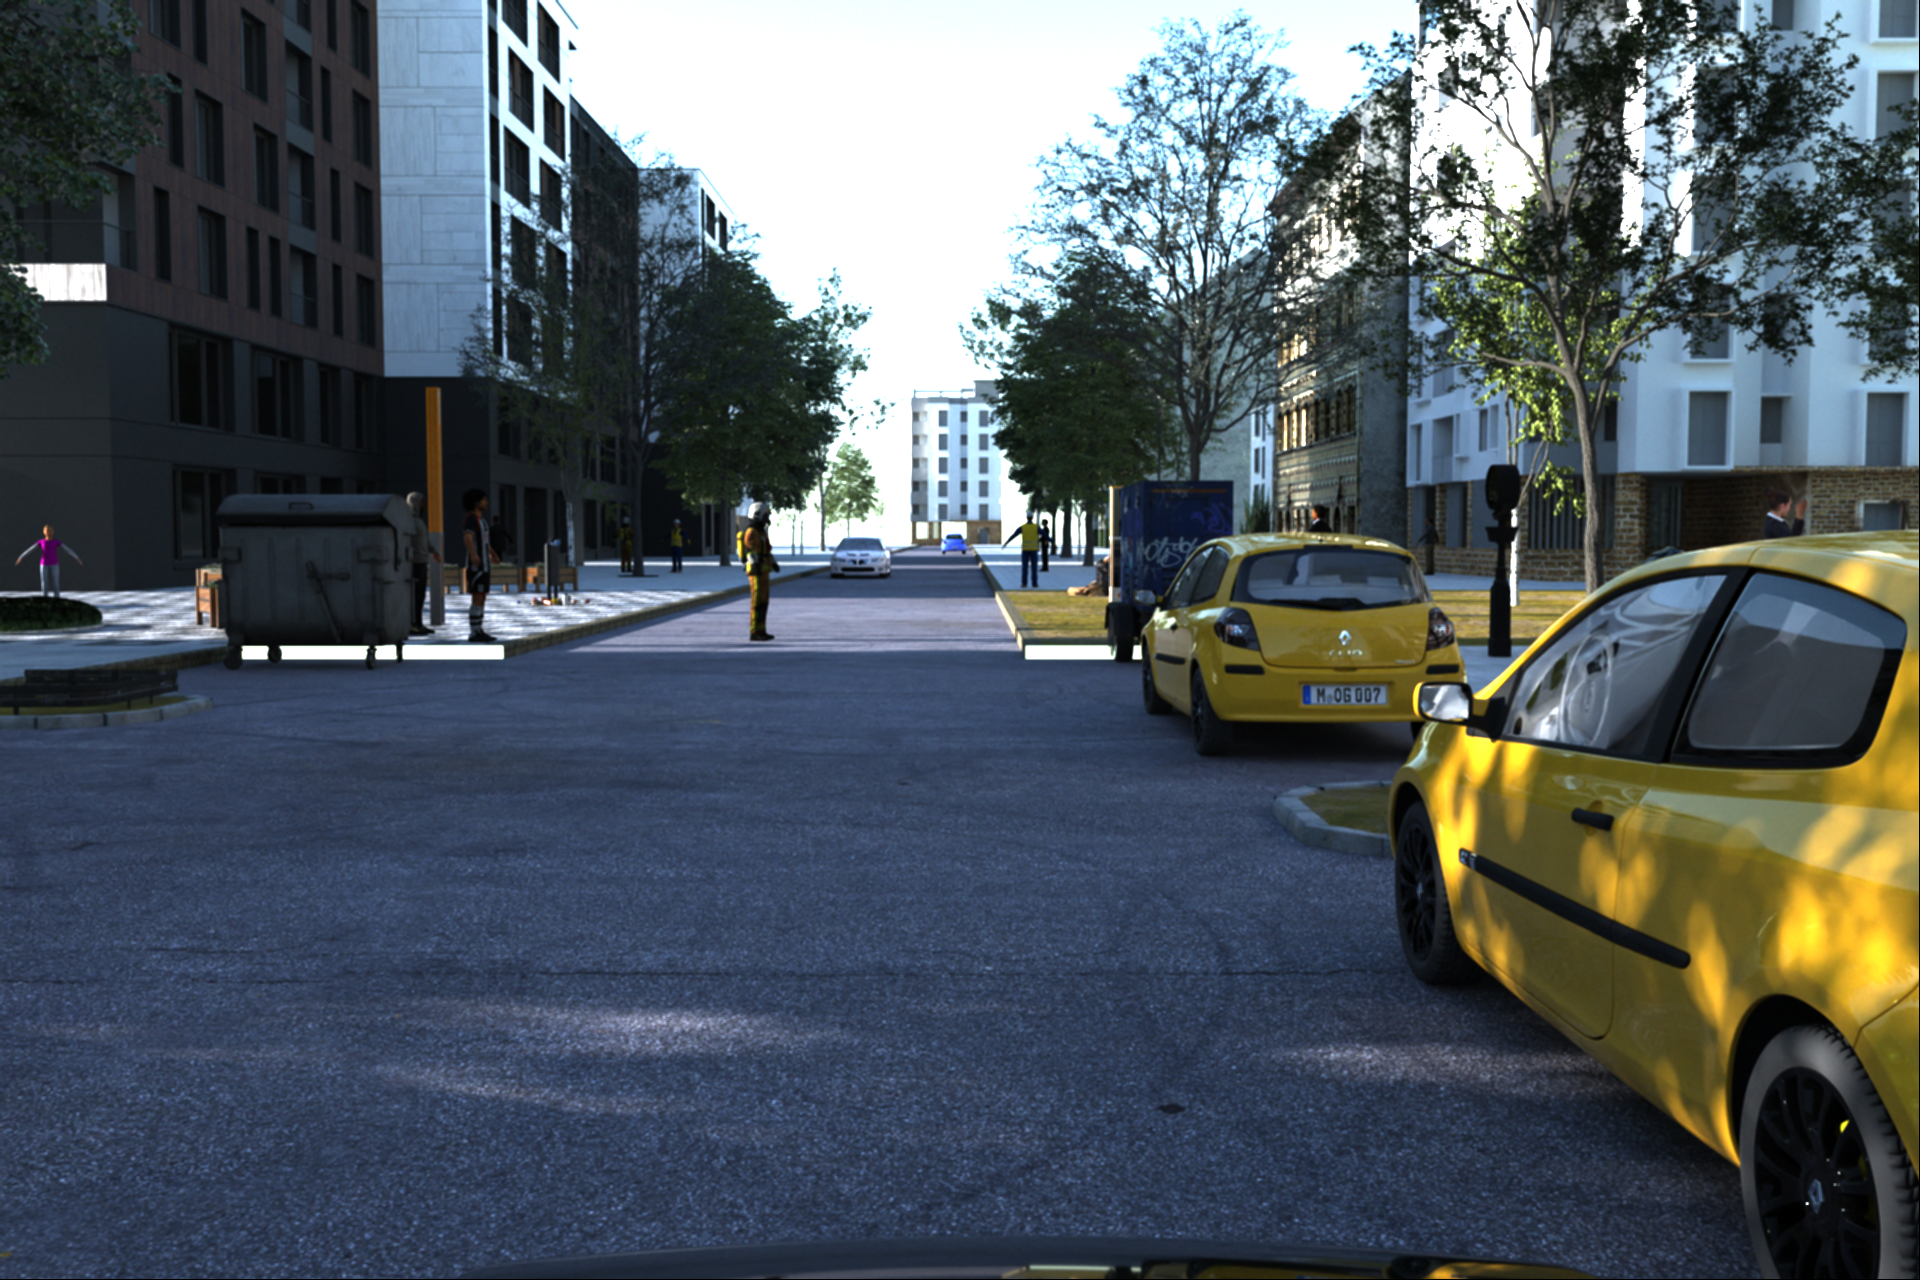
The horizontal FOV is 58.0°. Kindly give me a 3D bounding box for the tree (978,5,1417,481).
[{"bbox_3d":[5.620,-7.978,40.807,12.009,13.543,11.850,0,3,0],"label":"tree"}]

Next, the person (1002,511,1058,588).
[{"bbox_3d":[1.675,-2.178,41.580,1.349,1.833,0.705,0,4,3],"label":"person"}]

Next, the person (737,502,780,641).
[{"bbox_3d":[-2.673,-0.922,23.307,0.705,1.858,1.354,0,4,6],"label":"person"}]

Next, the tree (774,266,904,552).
[{"bbox_3d":[-10.403,-16.454,124.919,12.611,20.169,13.585,0,3,0],"label":"tree"}]

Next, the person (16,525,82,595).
[{"bbox_3d":[-15.335,-1.217,29.171,0.991,1.433,0.599,-1,4,-22],"label":"person"}]

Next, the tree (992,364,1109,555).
[{"bbox_3d":[5.826,-10.934,104.519,9.928,11.665,9.643,0,3,0],"label":"tree"}]

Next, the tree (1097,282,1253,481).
[{"bbox_3d":[5.657,-6.104,50.160,4.360,8.622,3.978,0,3,0],"label":"tree"}]

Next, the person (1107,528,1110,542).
[{"bbox_3d":[5.094,-3.076,56.066,0.705,1.856,1.354,0,4,-3],"label":"person"}]

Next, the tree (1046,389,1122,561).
[{"bbox_3d":[5.673,-7.973,80.727,4.737,8.622,4.395,0,3,0],"label":"tree"}]

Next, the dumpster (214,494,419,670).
[{"bbox_3d":[-6.944,-0.644,18.745,1.865,1.857,1.264,0,4,0],"label":"dumpster"}]

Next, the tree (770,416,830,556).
[{"bbox_3d":[-10.009,-9.325,102.831,4.360,8.622,3.978,0,3,0],"label":"tree"}]

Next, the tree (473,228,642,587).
[{"bbox_3d":[-9.412,-5.611,42.105,4.360,8.622,3.978,0,3,0],"label":"tree"}]

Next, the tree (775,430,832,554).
[{"bbox_3d":[-9.951,-9.680,108.630,4.360,8.622,3.978,0,3,0],"label":"tree"}]

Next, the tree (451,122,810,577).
[{"bbox_3d":[-9.702,-8.644,51.702,12.009,13.543,11.850,0,3,0],"label":"tree"}]

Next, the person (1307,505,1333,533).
[{"bbox_3d":[5.587,-1.263,27.378,1.216,1.740,0.721,-3,5,-42],"label":"person"}]

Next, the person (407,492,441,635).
[{"bbox_3d":[-6.917,-0.979,22.133,0.705,1.813,1.348,0,4,-2],"label":"person"}]

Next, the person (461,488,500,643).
[{"bbox_3d":[-5.705,-0.884,20.596,0.704,1.843,1.345,0,4,-5],"label":"person"}]

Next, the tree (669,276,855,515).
[{"bbox_3d":[-9.647,-10.813,83.442,9.857,13.997,8.962,0,3,0],"label":"tree"}]

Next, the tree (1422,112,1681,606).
[{"bbox_3d":[10.107,-4.910,30.643,4.737,8.622,4.395,0,3,0],"label":"tree"}]

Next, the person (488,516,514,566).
[{"bbox_3d":[-13.092,-2.606,48.837,0.704,1.802,1.346,3,4,37],"label":"person"}]

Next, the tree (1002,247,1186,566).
[{"bbox_3d":[5.328,-9.238,69.164,7.486,12.596,7.792,0,3,0],"label":"tree"}]

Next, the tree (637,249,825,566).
[{"bbox_3d":[-9.266,-9.227,68.995,7.486,12.596,7.792,0,3,0],"label":"tree"}]

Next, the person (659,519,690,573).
[{"bbox_3d":[-9.484,-3.134,57.700,1.216,1.772,0.721,2,4,26],"label":"person"}]

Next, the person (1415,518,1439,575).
[{"bbox_3d":[14.717,-2.941,54.349,0.705,1.796,1.348,3,5,43],"label":"person"}]

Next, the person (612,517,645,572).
[{"bbox_3d":[-11.206,-3.209,58.239,1.354,1.858,0.705,2,4,27],"label":"person"}]

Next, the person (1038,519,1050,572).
[{"bbox_3d":[2.886,-3.260,59.481,0.705,1.806,1.347,-1,4,-10],"label":"person"}]

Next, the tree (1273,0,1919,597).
[{"bbox_3d":[8.470,-5.409,22.845,8.767,10.594,7.601,0,4,8],"label":"tree"}]

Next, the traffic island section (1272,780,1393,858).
[{"bbox_3d":[2.587,0.880,8.471,1.991,0.108,1.994,0,4,1],"label":"traffic island section"}]

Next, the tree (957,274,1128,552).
[{"bbox_3d":[6.846,-16.259,121.719,12.611,20.169,13.585,0,3,0],"label":"tree"}]

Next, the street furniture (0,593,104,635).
[{"bbox_3d":[-16.881,-0.405,22.244,10.072,0.657,5.734,0,4,6],"label":"street furniture"}]

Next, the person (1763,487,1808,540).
[{"bbox_3d":[7.773,-0.573,16.216,0.445,1.727,0.742,-1,4,-12],"label":"person"}]

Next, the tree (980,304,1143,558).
[{"bbox_3d":[5.779,-11.449,93.841,9.857,13.997,8.962,0,3,0],"label":"tree"}]
